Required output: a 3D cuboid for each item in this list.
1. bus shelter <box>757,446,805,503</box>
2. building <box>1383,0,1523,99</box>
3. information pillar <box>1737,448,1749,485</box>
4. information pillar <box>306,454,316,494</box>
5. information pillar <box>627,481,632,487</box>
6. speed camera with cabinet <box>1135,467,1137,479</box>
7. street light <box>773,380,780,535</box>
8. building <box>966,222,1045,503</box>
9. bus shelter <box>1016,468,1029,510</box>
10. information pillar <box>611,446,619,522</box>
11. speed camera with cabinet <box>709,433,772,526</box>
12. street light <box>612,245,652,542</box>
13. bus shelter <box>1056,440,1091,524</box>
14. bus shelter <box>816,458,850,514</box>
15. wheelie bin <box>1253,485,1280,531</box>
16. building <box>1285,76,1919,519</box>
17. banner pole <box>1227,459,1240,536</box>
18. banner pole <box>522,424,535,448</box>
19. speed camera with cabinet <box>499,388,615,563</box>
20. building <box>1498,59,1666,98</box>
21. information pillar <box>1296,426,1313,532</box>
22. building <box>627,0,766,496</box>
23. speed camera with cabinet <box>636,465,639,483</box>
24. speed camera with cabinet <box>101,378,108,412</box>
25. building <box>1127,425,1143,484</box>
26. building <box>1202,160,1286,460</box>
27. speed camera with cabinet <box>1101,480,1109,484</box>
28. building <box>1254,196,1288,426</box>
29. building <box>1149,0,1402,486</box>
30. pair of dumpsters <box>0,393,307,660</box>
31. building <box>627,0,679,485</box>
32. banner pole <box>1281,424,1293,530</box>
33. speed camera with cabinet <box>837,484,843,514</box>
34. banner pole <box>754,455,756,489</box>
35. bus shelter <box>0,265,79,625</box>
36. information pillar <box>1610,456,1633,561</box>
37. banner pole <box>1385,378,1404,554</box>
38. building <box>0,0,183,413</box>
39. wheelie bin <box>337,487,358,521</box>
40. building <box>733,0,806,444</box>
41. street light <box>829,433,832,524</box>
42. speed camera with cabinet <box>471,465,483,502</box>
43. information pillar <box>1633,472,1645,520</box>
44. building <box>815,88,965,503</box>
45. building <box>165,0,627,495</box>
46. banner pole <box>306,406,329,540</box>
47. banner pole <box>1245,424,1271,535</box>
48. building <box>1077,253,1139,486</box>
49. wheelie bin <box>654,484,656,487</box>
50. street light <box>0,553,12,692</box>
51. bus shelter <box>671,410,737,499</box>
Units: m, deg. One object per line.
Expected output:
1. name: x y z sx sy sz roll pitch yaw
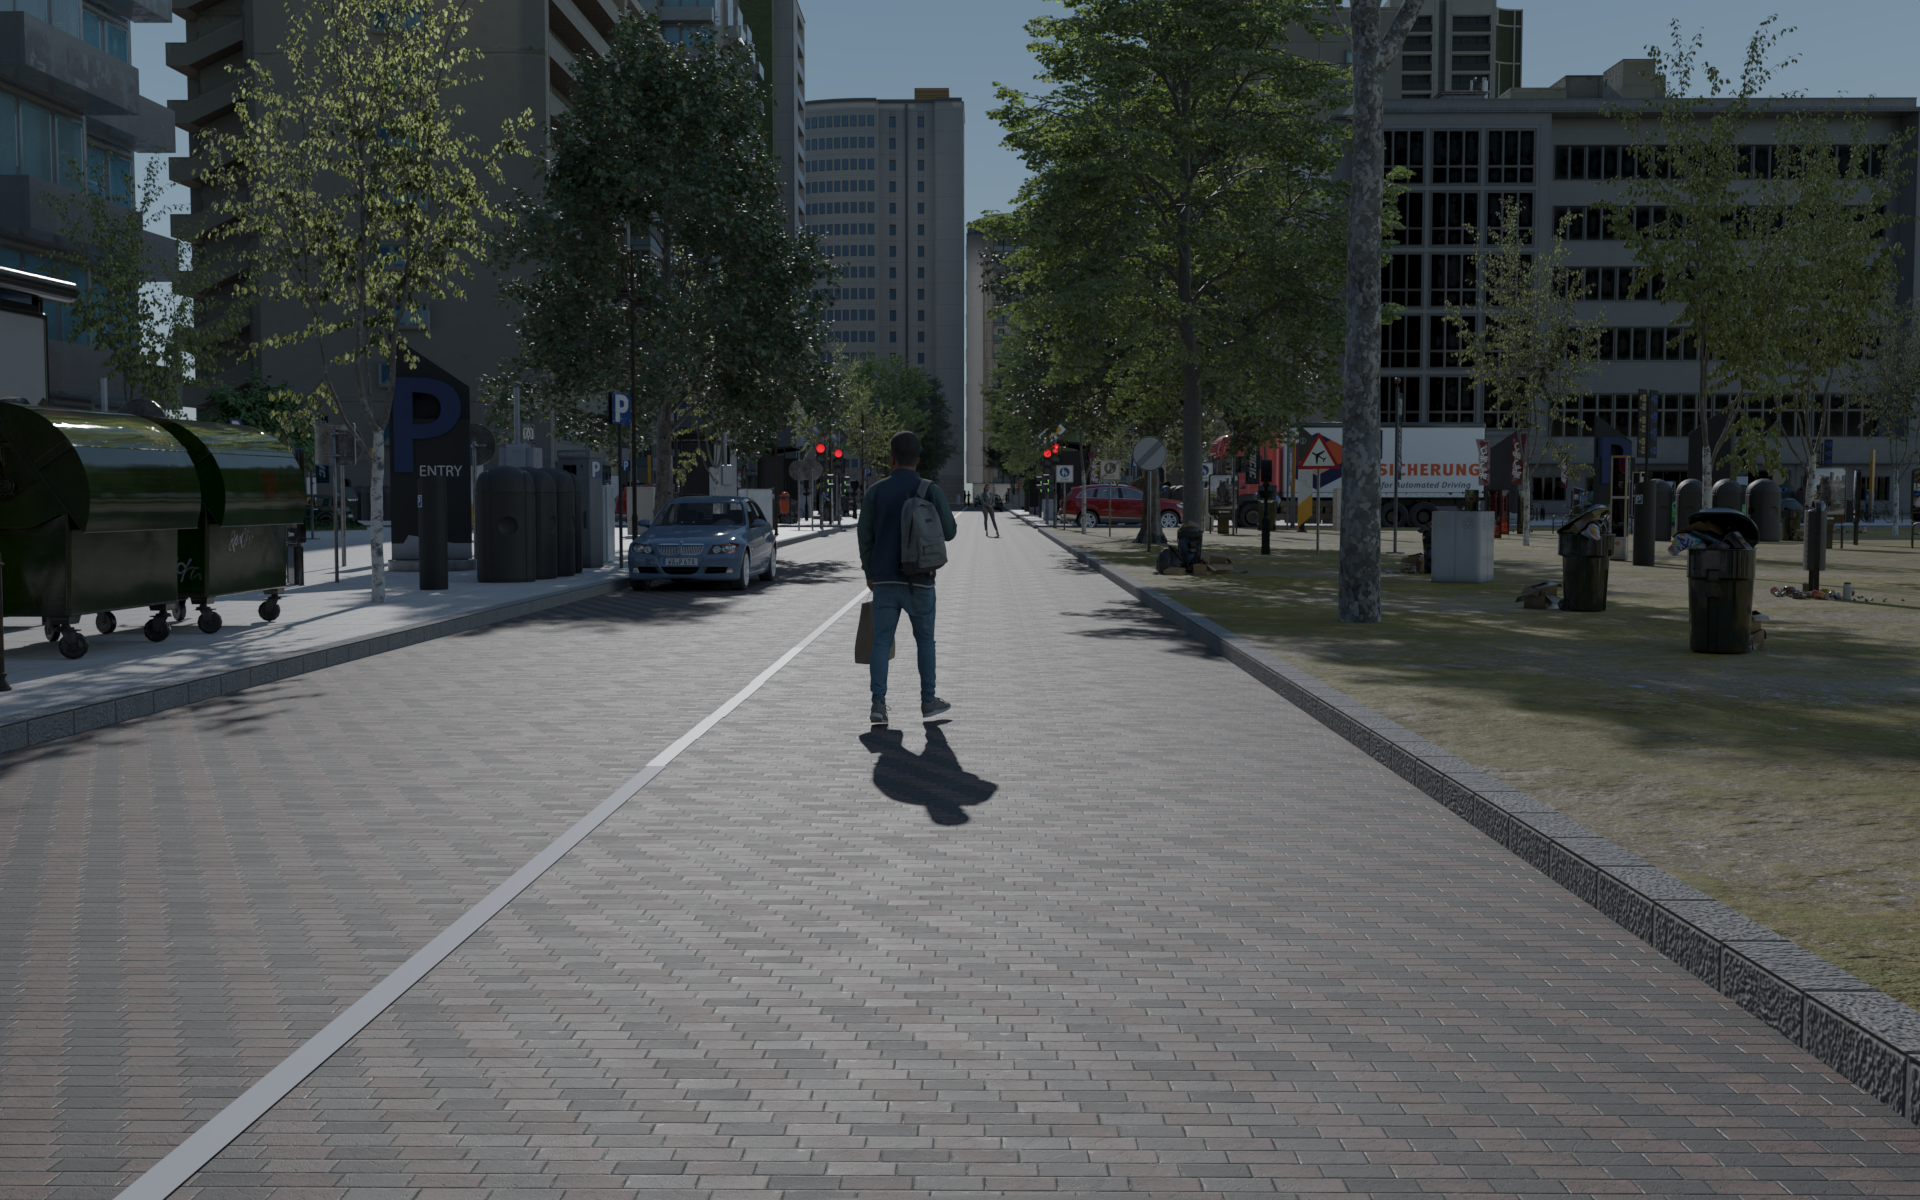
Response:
1. bus shelter: -8.957 -5.868 87.221 1.731 3.624 6.357 0 4 1
2. building: 70.790 -49.841 253.145 20.611 71.187 20.563 0 4 1
3. information pillar: 36.913 -5.526 81.703 0.504 3.616 0.183 3 4 37
4. information pillar: -32.487 -5.837 86.790 0.183 3.616 0.504 3 5 42
5. information pillar: -18.340 -5.612 96.253 0.304 2.012 0.304 2 4 25
6. speed camera with cabinet: 12.569 -7.960 124.479 0.660 3.252 2.038 2 4 28
7. street light: -5.715 -4.950 53.722 0.468 5.910 1.993 0 4 1
8. building: 7.825 -34.804 252.637 14.086 41.232 14.154 0 4 1
9. bus shelter: 5.485 -8.770 137.315 2.014 3.302 5.546 0 4 1
10. information pillar: -15.698 -5.352 78.855 0.504 3.616 0.183 3 4 36
11. speed camera with cabinet: -7.090 -3.776 56.067 2.038 3.252 0.660 -3 4 -38
12. street light: -6.110 -3.646 32.405 0.468 5.910 1.993 0 4 1
13. bus shelter: 4.893 -5.292 77.805 1.731 3.624 6.357 0 4 1
14. bus shelter: -8.357 -7.539 114.553 1.731 3.624 6.357 0 4 1
15. wheelie bin: 10.730 -3.223 60.599 0.980 1.594 0.693 1 4 16
16. building: 33.555 -16.709 92.262 30.058 24.678 14.314 0 4 1
17. banner pole: 8.286 -3.826 52.576 0.401 3.779 0.863 1 4 17
18. banner pole: -13.604 -3.921 54.132 0.401 3.779 0.863 3 5 41
19. speed camera with cabinet: -7.538 -2.329 32.414 2.038 3.252 0.660 0 4 3
20. building: 69.942 -35.127 198.032 21.600 48.544 21.300 0 4 1
21. information pillar: 11.577 -4.084 58.128 0.504 3.616 0.183 0 4 7
22. building: -30.496 -33.256 163.349 23.786 49.044 30.456 0 4 1
23. speed camera with cabinet: -21.965 -7.551 117.794 0.660 3.252 2.038 1 4 9
24. speed camera with cabinet: -14.882 -2.116 28.935 0.660 3.252 2.038 3 5 41
25. building: 33.826 -21.385 194.686 27.650 21.520 28.899 0 4 1
26. building: 26.278 -21.292 135.518 14.401 28.519 23.554 0 4 1
27. speed camera with cabinet: 9.066 -6.762 104.886 0.660 3.252 2.038 -1 4 -13
28. building: 25.285 -16.524 111.971 13.314 21.916 24.055 0 4 1
29. building: 29.611 -33.264 167.570 21.300 48.544 21.600 0 4 1
30. pair of dumpsters: -7.385 -0.787 15.366 1.574 2.255 4.437 0 4 1
31. building: -34.704 -26.871 131.227 32.217 40.220 23.993 0 4 1
32. banner pole: 11.808 -4.407 62.063 0.401 3.779 0.863 2 4 26
33. speed camera with cabinet: -7.868 -7.079 110.079 0.660 3.252 2.038 -2 4 -24
34. banner pole: -10.484 -6.139 90.396 0.863 3.779 0.401 0 4 -1
35. bus shelter: -9.782 -2.141 12.644 2.179 5.291 8.768 0 4 1
36. information pillar: 12.675 -1.761 33.279 0.304 2.012 0.304 2 4 30
37. banner pole: 9.492 -2.905 37.512 0.401 3.779 0.863 2 4 24
38. building: -35.364 -25.528 36.990 30.456 49.044 23.786 0 4 1
39. wheelie bin: -26.732 -4.133 75.480 0.693 1.594 0.980 2 4 29
40. building: -32.141 -40.177 198.887 28.212 58.520 21.231 0 4 1
41. street light: -5.480 -6.133 73.065 0.468 5.910 1.993 0 4 1
42. speed camera with cabinet: -13.400 -3.323 48.662 2.038 3.252 0.660 3 5 40
43. information pillar: 22.442 -3.230 57.308 0.304 2.012 0.304 -3 5 -40
44. building: -13.392 -43.578 254.499 28.212 58.520 21.231 0 4 1
45. building: -31.770 -29.092 99.357 21.300 48.544 21.600 0 4 1
46. banner pole: -18.106 -3.597 48.827 0.863 3.779 0.401 1 4 20
47. banner pole: 9.264 -3.907 53.895 0.863 3.779 0.401 2 4 25
48. building: 26.966 -34.773 260.414 23.993 40.220 32.217 0 4 1
49. wheelie bin: -9.569 -2.880 54.995 0.693 1.594 0.980 -2 4 -30
50. street light: -6.285 -2.344 11.114 0.468 5.910 1.993 0 4 1
51. bus shelter: -9.343 -5.110 61.180 2.179 5.291 8.768 0 4 1
